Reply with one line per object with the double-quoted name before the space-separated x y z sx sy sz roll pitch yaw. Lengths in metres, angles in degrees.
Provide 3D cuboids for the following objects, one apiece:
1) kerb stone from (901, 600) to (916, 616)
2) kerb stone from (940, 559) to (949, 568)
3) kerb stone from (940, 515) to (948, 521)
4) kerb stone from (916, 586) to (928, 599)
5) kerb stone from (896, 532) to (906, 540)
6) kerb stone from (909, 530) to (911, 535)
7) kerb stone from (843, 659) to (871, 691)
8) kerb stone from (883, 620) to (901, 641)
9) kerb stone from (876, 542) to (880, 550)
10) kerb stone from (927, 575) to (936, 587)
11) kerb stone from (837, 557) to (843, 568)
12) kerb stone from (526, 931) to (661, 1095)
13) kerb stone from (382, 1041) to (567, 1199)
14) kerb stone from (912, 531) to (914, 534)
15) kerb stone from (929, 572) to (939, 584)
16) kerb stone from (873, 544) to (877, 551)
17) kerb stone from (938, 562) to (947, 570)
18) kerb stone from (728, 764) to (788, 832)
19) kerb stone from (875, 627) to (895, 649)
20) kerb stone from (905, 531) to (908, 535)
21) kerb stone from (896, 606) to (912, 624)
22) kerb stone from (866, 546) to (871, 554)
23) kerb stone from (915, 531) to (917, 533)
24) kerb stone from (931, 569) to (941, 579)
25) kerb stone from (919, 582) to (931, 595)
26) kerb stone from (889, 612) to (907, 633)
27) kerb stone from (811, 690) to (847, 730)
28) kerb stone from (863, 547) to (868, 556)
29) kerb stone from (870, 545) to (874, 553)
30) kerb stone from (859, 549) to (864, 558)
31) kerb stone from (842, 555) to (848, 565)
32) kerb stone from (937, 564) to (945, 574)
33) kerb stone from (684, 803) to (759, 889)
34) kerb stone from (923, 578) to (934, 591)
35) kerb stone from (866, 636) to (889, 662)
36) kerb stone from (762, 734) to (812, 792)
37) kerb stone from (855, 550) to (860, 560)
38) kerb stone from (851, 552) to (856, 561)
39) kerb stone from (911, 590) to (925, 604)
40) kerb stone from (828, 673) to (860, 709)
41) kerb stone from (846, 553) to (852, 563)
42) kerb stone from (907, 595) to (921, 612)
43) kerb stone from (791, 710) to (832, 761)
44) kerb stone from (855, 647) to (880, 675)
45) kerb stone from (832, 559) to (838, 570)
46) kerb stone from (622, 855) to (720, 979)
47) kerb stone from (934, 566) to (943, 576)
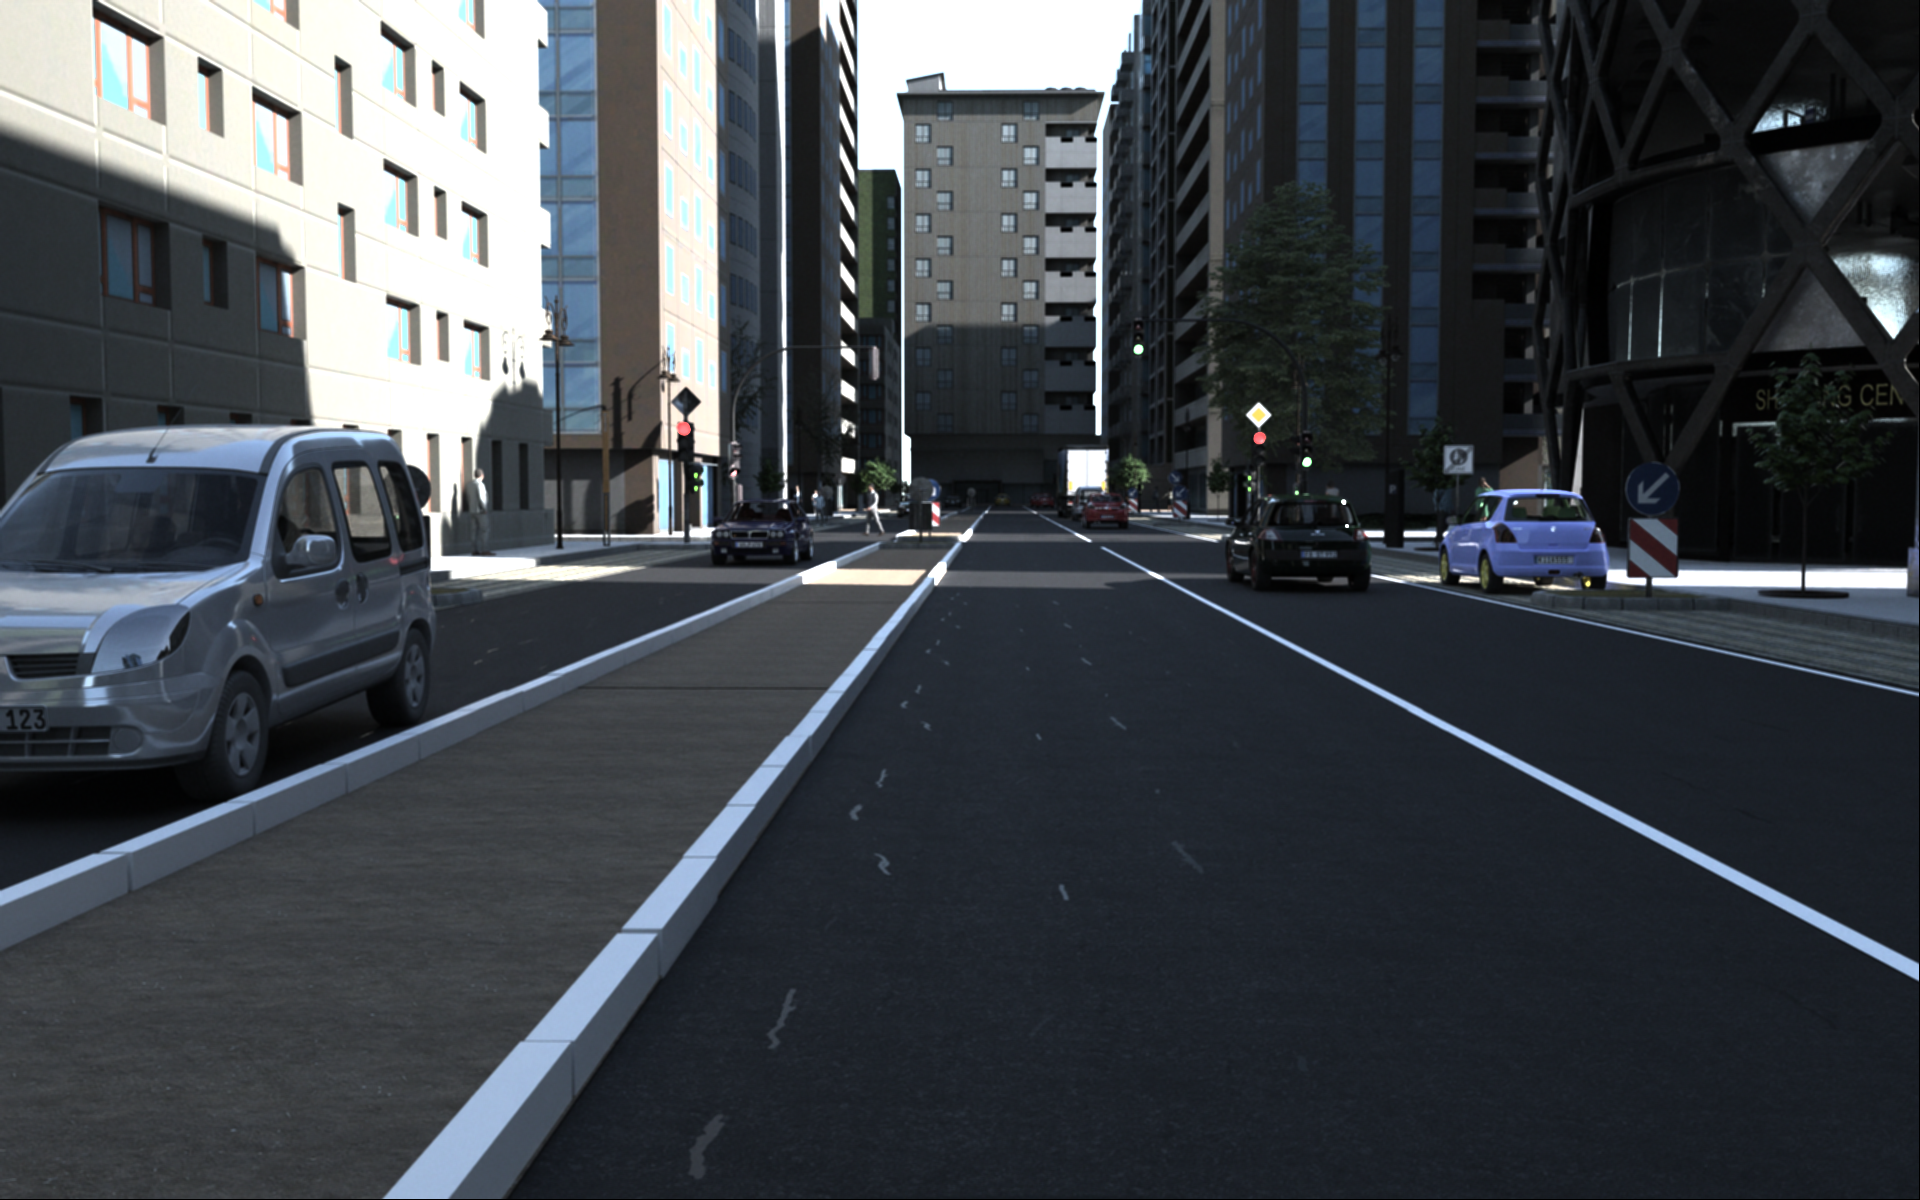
"kerb stone" -0.618 0.137 19.956 0.120 0.150 1.000 0 4 1
"kerb stone" -0.333 -0.615 32.265 0.120 0.150 1.000 0 4 1
"kerb stone" -0.919 -4.666 98.482 0.120 0.150 1.000 0 4 1
"kerb stone" -0.543 -0.052 23.039 0.120 0.150 1.000 0 4 1
"kerb stone" -1.900 -2.032 55.415 0.120 0.150 1.000 0 4 1
"kerb stone" -1.828 -2.218 58.494 0.120 0.150 1.000 0 4 1
"kerb stone" -0.770 0.576 12.781 0.120 0.150 1.000 0 4 1
"kerb stone" -0.685 0.327 16.890 0.120 0.150 1.000 0 4 1
"kerb stone" -2.168 -1.310 43.608 0.120 0.150 1.000 0 4 1
"kerb stone" -0.474 -0.239 26.105 0.120 0.150 1.000 0 4 1
"kerb stone" -2.407 -0.679 33.370 0.120 0.150 1.000 0 4 1
"kerb stone" -0.958 1.085 4.592 0.120 0.150 1.000 0 4 1
"kerb stone" -0.983 1.142 3.570 0.120 0.150 1.000 0 4 1
"kerb stone" -1.783 -2.346 60.549 0.120 0.150 1.000 0 4 1
"kerb stone" -0.440 -0.302 27.127 0.120 0.150 1.000 0 4 1
"kerb stone" -2.193 -1.247 42.587 0.120 0.150 1.000 0 4 1
"kerb stone" -0.348 -0.553 31.237 0.120 0.150 1.000 0 4 1
"kerb stone" -0.894 0.890 7.663 0.120 0.150 1.000 0 4 1
"kerb stone" -0.710 0.387 15.868 0.120 0.150 1.000 0 4 1
"kerb stone" -1.874 -2.095 56.445 0.120 0.150 1.000 0 4 1
"kerb stone" -0.639 0.200 18.933 0.120 0.150 1.000 0 4 1
"kerb stone" -2.234 -1.122 40.543 0.120 0.150 1.000 0 4 1
"kerb stone" -1.741 -2.468 62.596 0.120 0.150 1.000 0 4 1
"kerb stone" -0.420 -0.365 28.158 0.120 0.150 1.000 0 4 1
"kerb stone" -0.516 -0.114 24.061 0.120 0.150 1.000 0 4 1
"kerb stone" -0.658 0.262 17.911 0.120 0.150 1.000 0 4 1
"kerb stone" -0.821 0.704 10.737 0.120 0.150 1.000 0 4 1
"kerb stone" -2.261 -1.060 39.522 0.120 0.150 1.000 0 4 1
"kerb stone" -2.216 -1.185 41.565 0.120 0.150 1.000 0 4 1
"kerb stone" -2.292 -0.996 38.483 0.120 0.150 1.000 0 4 1
"kerb stone" -2.383 -0.746 34.392 0.120 0.150 1.000 0 4 1
"kerb stone" -0.379 -0.490 30.215 0.120 0.150 1.000 0 4 1
"kerb stone" -0.912 0.953 6.641 0.120 0.150 1.000 0 4 1
"kerb stone" -0.486 -0.177 25.082 0.120 0.150 1.000 0 4 1
"kerb stone" -0.727 0.450 14.839 0.120 0.150 1.000 0 4 1
"kerb stone" -0.871 0.826 8.684 0.120 0.150 1.000 0 4 1
"kerb stone" -2.312 -0.934 37.461 0.120 0.150 1.000 0 4 1
"kerb stone" -2.344 -0.871 36.435 0.120 0.150 1.000 0 4 1
"kerb stone" -0.564 0.011 22.012 0.120 0.150 1.000 0 4 1
"kerb stone" -0.796 0.639 11.759 0.120 0.150 1.000 0 4 1
"kerb stone" -2.361 -0.808 35.414 0.120 0.150 1.000 0 4 1
"kerb stone" -0.585 0.075 20.977 0.120 0.150 1.000 0 4 1
"kerb stone" -0.838 0.766 9.707 0.120 0.150 1.000 0 4 1
"kerb stone" -0.752 0.517 13.807 0.120 0.150 1.000 0 4 1
"kerb stone" -2.431 -0.616 32.349 0.120 0.150 1.000 0 4 1
"kerb stone" -0.928 1.014 5.613 0.120 0.150 1.000 0 4 1
"kerb stone" -0.401 -0.428 29.190 0.120 0.150 1.000 0 4 1
